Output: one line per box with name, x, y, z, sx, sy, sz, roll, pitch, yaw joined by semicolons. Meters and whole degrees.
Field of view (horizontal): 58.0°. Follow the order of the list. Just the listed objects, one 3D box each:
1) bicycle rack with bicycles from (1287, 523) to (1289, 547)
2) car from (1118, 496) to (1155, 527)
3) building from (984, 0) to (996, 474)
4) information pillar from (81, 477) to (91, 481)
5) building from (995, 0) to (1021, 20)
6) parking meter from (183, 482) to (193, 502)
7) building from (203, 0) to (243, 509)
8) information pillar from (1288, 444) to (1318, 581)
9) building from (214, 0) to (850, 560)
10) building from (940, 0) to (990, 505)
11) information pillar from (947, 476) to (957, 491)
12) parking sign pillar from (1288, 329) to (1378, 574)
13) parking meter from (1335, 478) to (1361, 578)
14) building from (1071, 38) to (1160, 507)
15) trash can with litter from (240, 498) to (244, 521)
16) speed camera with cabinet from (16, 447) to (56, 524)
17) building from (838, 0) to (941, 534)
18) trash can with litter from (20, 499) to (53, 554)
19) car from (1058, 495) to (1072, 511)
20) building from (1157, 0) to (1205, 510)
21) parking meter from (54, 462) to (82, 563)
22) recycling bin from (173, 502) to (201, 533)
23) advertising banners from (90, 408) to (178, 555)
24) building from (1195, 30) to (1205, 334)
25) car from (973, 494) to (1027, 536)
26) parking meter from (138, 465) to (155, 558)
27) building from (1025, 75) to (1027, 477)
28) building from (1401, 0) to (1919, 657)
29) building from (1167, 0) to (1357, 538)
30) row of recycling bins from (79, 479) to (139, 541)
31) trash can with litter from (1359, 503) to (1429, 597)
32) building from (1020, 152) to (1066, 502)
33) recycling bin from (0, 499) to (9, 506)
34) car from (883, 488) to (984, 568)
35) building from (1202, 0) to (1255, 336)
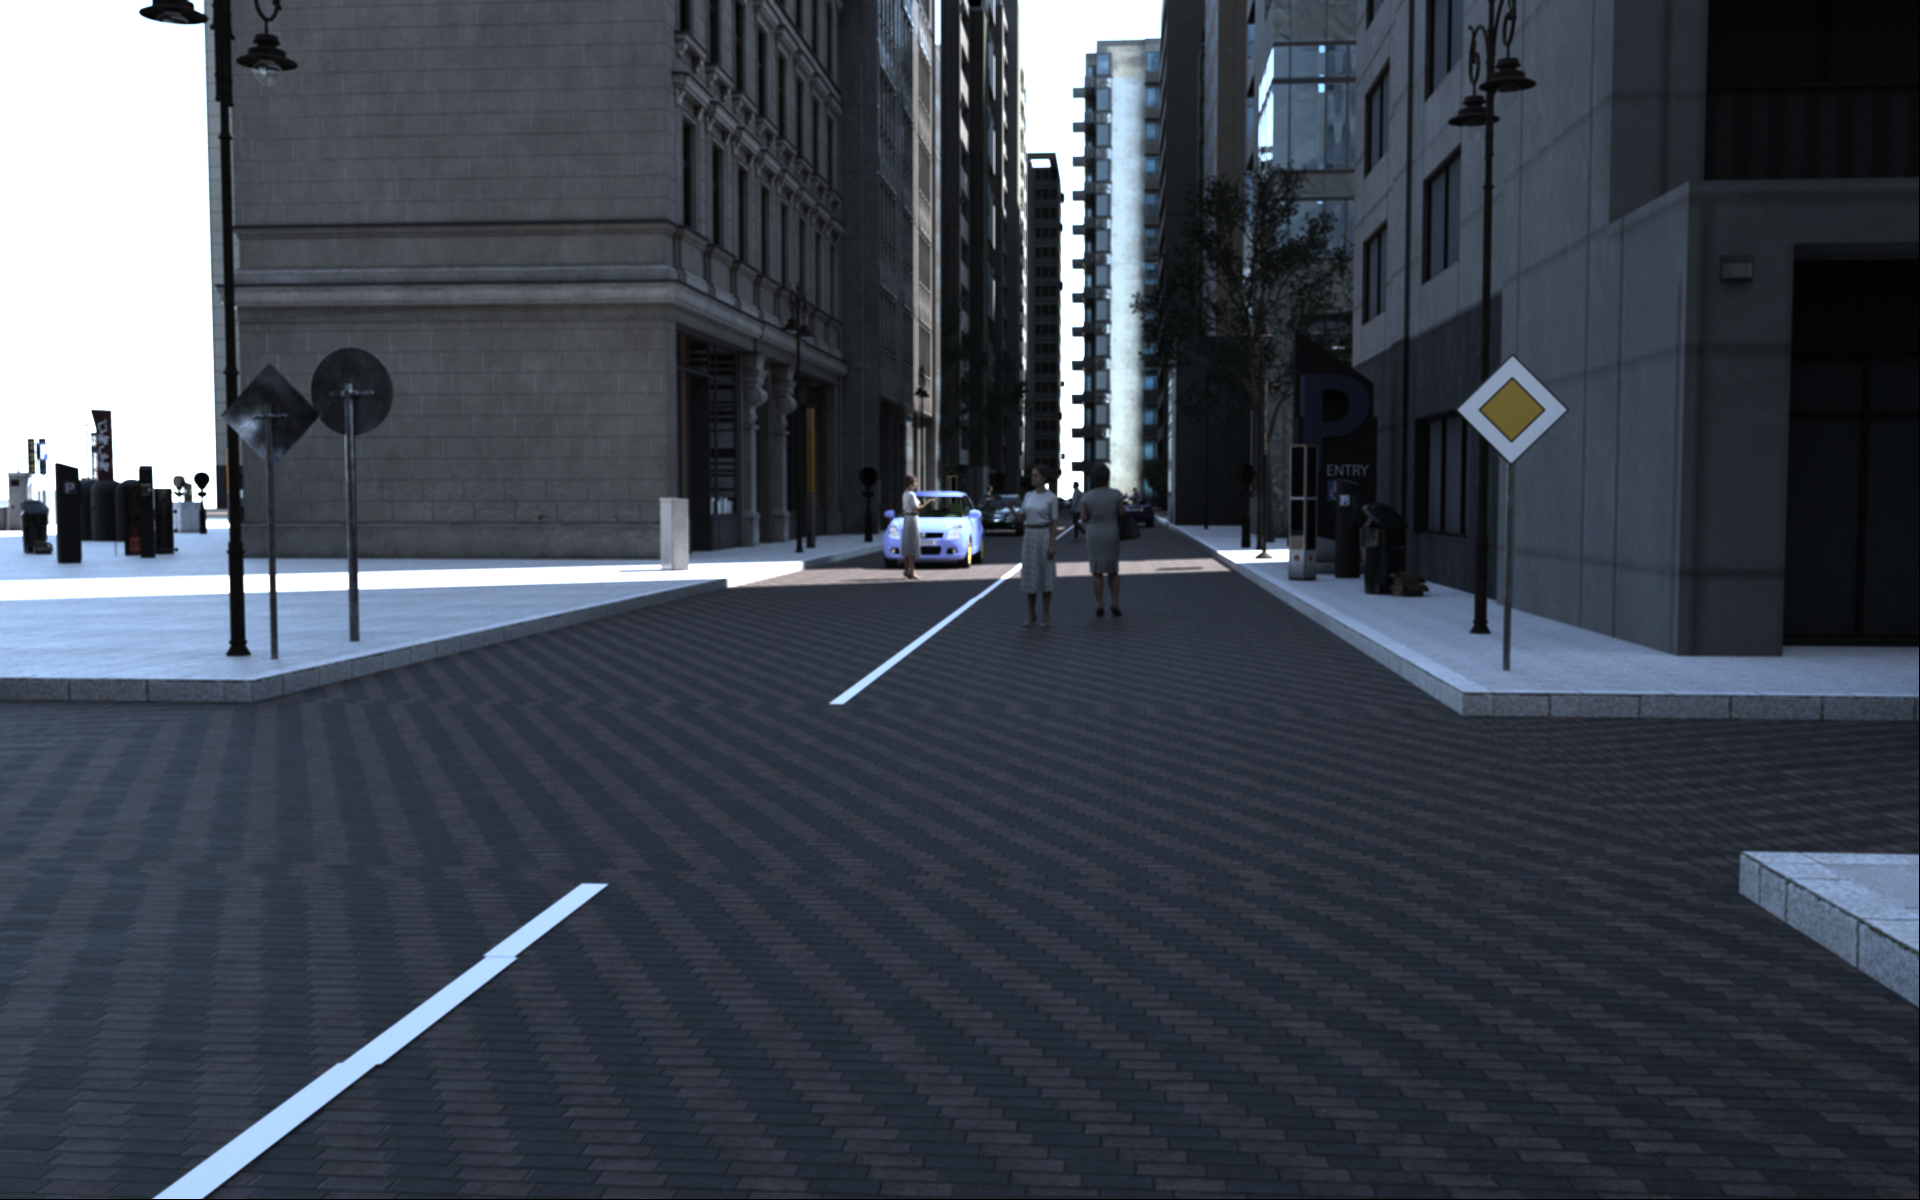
bicycle rack with bicycles;9.476;-1.773;42.371;2.925;0.926;2.852;-3;5;-45
car;7.579;-3.868;75.823;1.945;1.354;3.894;0;4;4
building;-11.743;-32.328;117.795;28.713;52.752;27.495;0;4;5
information pillar;-38.038;-4.338;75.426;0.304;2.012;0.304;0;4;7
building;-2.537;-27.802;138.156;14.154;41.232;14.086;0;4;5
parking meter;-37.305;-4.772;83.730;0.399;1.863;0.255;2;4;27
building;-53.171;-43.946;156.764;20.611;71.187;20.563;0;4;5
information pillar;5.100;-1.299;25.738;0.304;2.012;0.304;-3;5;-43
building;-9.927;-11.261;35.034;10.553;20.767;40.483;0;4;5
building;-5.865;-19.838;96.053;14.160;30.474;14.107;0;4;5
information pillar;-0.334;-4.009;70.040;0.304;2.012;0.304;-2;4;-32
parking sign pillar;6.123;-2.436;28.302;1.447;3.967;1.447;0;4;-2
parking meter;5.944;-1.108;26.526;0.372;1.533;0.369;0;3;0
building;27.093;-34.408;182.171;30.456;49.044;23.786;0;4;5
trash can with litter;-23.023;-2.716;55.792;0.624;1.170;1.055;-1;4;-19
speed camera with cabinet;-39.448;-4.874;74.021;2.038;3.252;0.660;-2;4;-32
building;-7.704;-15.105;64.985;12.078;24.808;19.932;0;4;5
trash can with litter;-19.858;-1.591;37.406;0.624;1.170;1.055;-3;5;-45
car;9.122;-8.348;149.065;1.945;1.354;3.894;0;4;6
building;28.101;-32.147;149.300;21.300;48.544;21.600;0;4;5
parking meter;-16.580;-1.622;32.229;0.399;1.863;0.255;-3;5;-45
recycling bin;-25.902;-2.779;57.994;0.722;1.027;0.722;3;5;41
advertising banners;-17.350;-2.459;36.400;0.090;3.025;2.074;2;4;24
building;22.128;-20.768;111.250;14.160;30.474;14.107;0;4;5
car;1.425;-3.026;61.281;2.131;1.459;4.920;0;4;6
parking meter;-16.448;-1.793;35.033;0.255;1.863;0.399;-1;4;-22
building;-1.106;-28.868;155.582;14.086;41.232;14.154;0;4;5
building;16.863;-35.629;20.782;20.611;71.187;20.563;0;4;5
building;19.488;-45.859;62.459;22.319;86.520;31.000;0;4;5
row of recycling bins;-23.692;-2.493;47.880;3.534;1.692;1.069;2;4;33
trash can with litter;5.580;-0.654;22.078;0.624;1.170;1.055;-2;4;-25
building;-0.747;-30.371;188.442;23.993;40.220;32.217;0;4;5
recycling bin;-47.709;-4.540;86.775;0.722;1.027;0.722;2;4;27
car;-0.500;-1.543;34.820;1.945;1.707;3.694;0;4;6
building;20.941;-27.315;96.719;14.600;45.320;14.200;0;4;5
